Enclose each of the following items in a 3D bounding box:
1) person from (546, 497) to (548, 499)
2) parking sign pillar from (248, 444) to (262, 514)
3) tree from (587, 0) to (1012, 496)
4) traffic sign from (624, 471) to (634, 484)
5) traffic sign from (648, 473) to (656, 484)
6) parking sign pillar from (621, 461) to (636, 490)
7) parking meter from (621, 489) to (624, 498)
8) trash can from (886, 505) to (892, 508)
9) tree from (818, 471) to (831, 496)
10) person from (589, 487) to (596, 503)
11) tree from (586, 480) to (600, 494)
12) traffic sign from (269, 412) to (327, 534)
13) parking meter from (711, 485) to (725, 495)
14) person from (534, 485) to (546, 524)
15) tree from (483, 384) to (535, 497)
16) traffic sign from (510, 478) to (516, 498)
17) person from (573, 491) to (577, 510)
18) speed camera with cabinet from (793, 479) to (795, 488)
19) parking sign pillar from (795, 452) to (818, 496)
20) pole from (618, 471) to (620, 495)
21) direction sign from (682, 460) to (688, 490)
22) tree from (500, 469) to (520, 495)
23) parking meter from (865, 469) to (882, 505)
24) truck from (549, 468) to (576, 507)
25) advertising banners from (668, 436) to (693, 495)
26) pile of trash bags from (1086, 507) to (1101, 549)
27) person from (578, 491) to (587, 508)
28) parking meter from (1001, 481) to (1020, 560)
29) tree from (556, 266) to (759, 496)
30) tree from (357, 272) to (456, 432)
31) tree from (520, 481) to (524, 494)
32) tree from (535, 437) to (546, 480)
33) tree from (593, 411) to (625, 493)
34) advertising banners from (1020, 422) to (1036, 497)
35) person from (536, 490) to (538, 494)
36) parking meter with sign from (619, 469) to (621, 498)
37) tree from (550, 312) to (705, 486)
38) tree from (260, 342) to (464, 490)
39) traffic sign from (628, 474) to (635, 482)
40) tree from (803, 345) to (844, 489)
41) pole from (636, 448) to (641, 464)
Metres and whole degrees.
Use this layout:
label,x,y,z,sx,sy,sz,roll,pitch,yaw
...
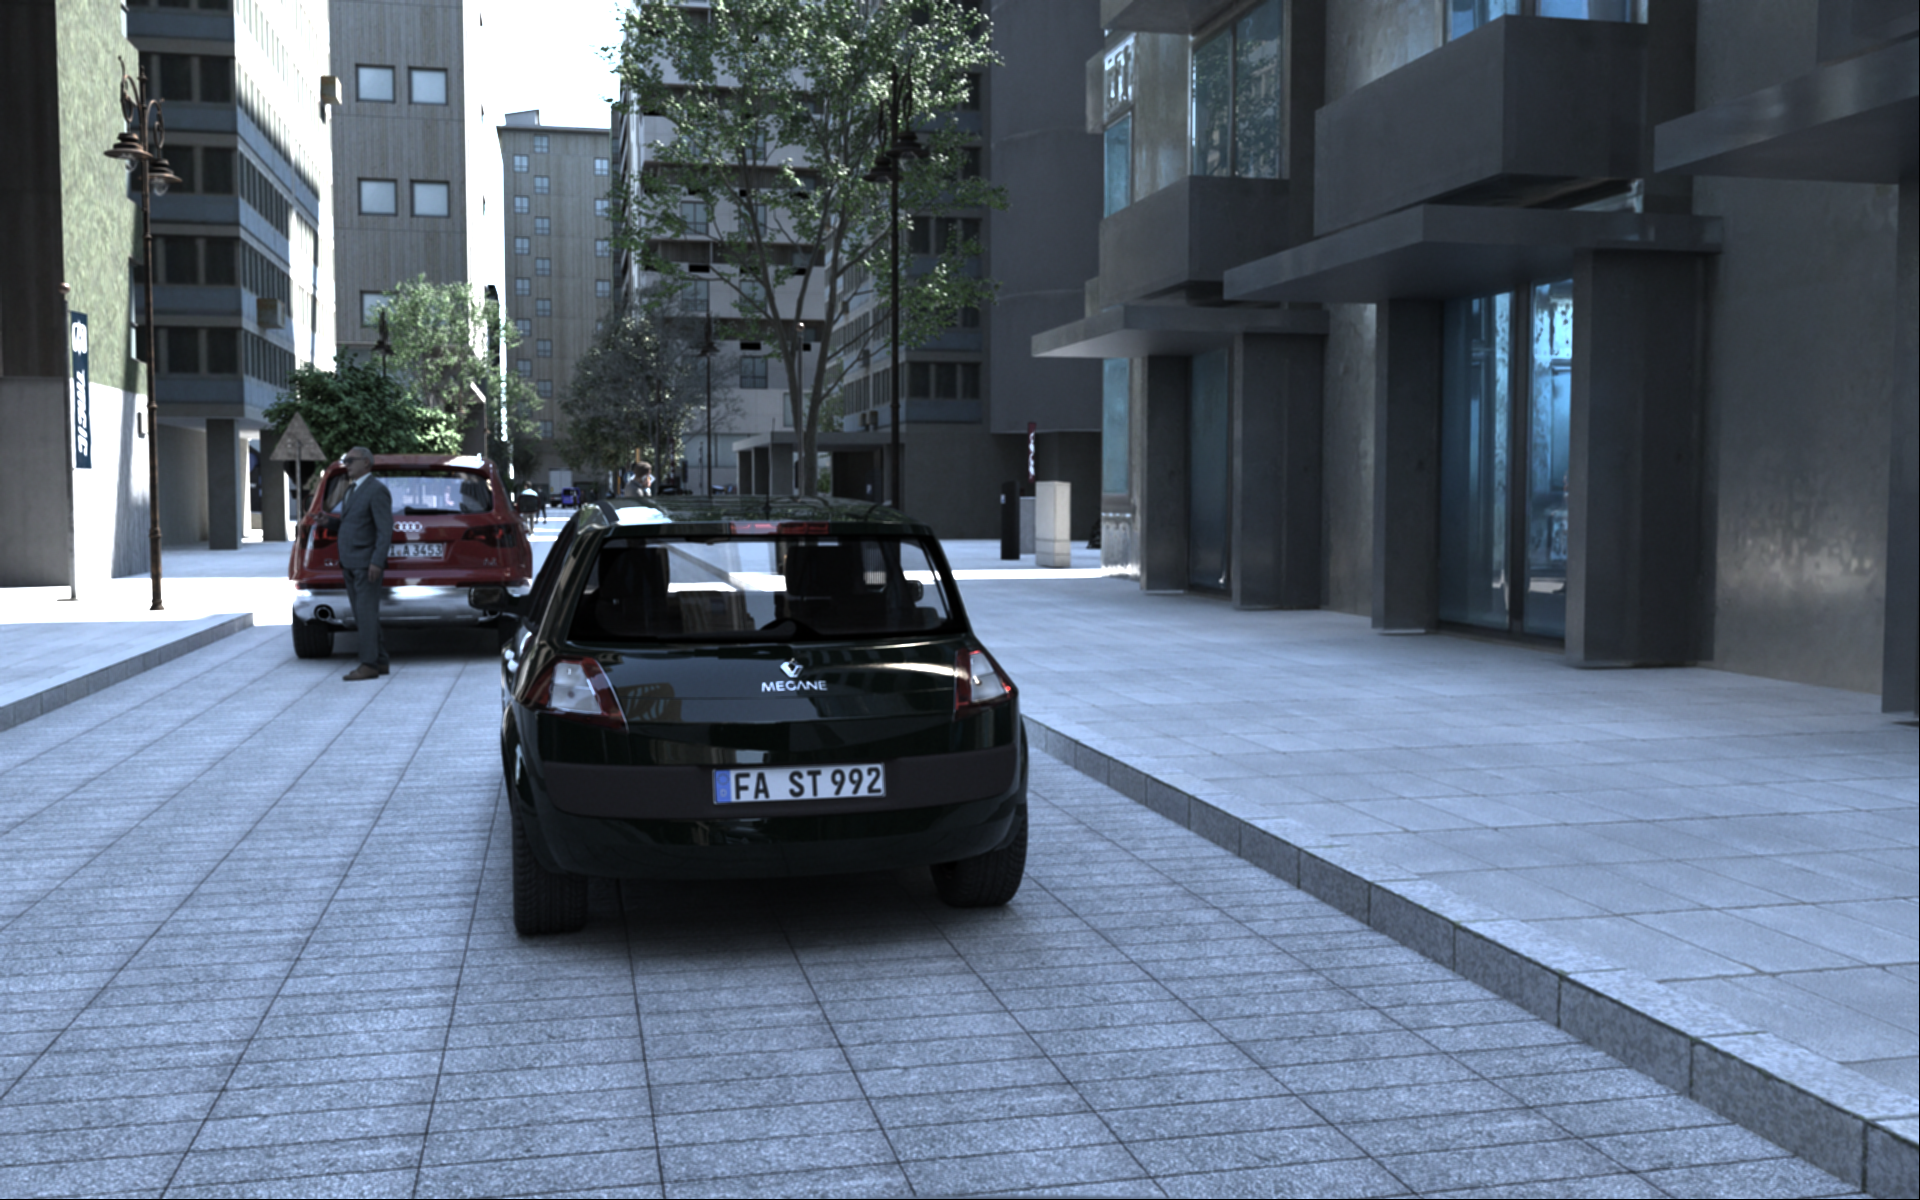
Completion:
label,x,y,z,sx,sy,sz,roll,pitch,yaw
person,-39.832,-9.554,164.705,1.348,1.824,0.705,0,4,4
parking sign pillar,-32.963,-5.611,80.209,1.447,3.967,1.447,1,4,9
tree,-2.895,-6.505,32.120,9.928,11.665,9.643,0,3,0
traffic sign,-18.330,-5.891,96.419,0.768,2.556,0.104,0,4,-6
traffic sign,-12.479,-3.985,68.796,0.795,2.450,0.064,-1,4,-13
parking sign pillar,-22.193,-7.851,116.832,1.447,3.967,1.447,1,4,19
parking meter,-18.128,-5.203,93.483,0.372,1.533,0.369,0,3,0
trash can,-1.194,-0.661,22.469,0.748,1.137,0.748,0,3,0
tree,-9.236,-7.654,119.751,1.663,3.219,1.824,0,3,0
person,-25.903,-6.999,122.299,0.648,1.900,0.474,2,4,27
tree,-44.549,-13.276,211.666,1.663,3.219,1.824,0,3,0
traffic sign,-10.455,-1.674,27.376,0.884,2.594,0.081,0,4,-5
parking meter,-6.792,-2.462,48.670,0.372,1.533,0.369,0,3,0
person,-20.175,-4.580,83.166,0.755,1.850,0.659,2,4,34
tree,-31.324,-10.184,116.873,4.360,8.622,3.978,0,3,0
traffic sign,-35.458,-8.362,136.822,0.768,2.556,0.104,-1,4,-10
person,-34.879,-9.059,157.337,0.721,1.736,1.217,-1,4,-12
speed camera with cabinet,-10.530,-6.795,105.427,2.038,3.252,0.660,-2,4,-27
parking sign pillar,-8.839,-6.796,99.586,1.447,3.967,1.447,0,4,-1
pole,-29.046,-9.402,147.564,0.158,3.312,0.155,0,3,0
direction sign,-18.560,-7.640,116.916,0.379,3.537,0.876,-2,4,-31
tree,-35.448,-8.574,134.781,1.663,3.219,1.824,0,3,0
parking meter,-2.024,-2.125,40.462,0.255,1.863,0.399,-3,4,-36
truck,-44.207,-12.449,192.459,2.839,4.237,11.283,-1,4,-11
advertising banners,-8.558,-3.474,52.987,0.090,3.025,2.074,1,4,11
pile of trash bags,4.419,-1.946,41.565,1.912,1.369,3.447,2,4,27
person,-34.926,-9.247,160.235,0.990,1.755,0.434,2,4,25
parking meter,0.986,-1.558,33.892,0.372,1.533,0.369,0,3,0
tree,-15.712,-10.990,90.054,12.009,13.543,11.850,0,3,0
tree,-24.095,-9.456,80.353,9.928,11.665,9.643,0,3,0
tree,-47.947,-11.669,185.393,1.663,3.219,1.824,0,3,0
tree,-44.304,-13.677,173.974,4.360,8.622,3.978,0,3,0
tree,-30.778,-12.381,152.790,4.360,8.622,3.978,0,3,0
advertising banners,1.445,-2.778,41.602,0.090,3.025,2.074,2,4,24
person,-39.052,-9.246,159.757,0.705,1.814,1.350,-3,4,-37
parking meter with sign,-23.332,-7.549,119.691,0.543,3.016,1.738,-1,4,-8
tree,-20.718,-11.670,107.817,9.611,12.733,9.660,0,3,0
tree,-13.384,-3.303,37.713,4.285,4.588,4.351,0,3,0
traffic sign,-14.260,-4.461,76.581,0.795,2.450,0.064,-1,4,-13
tree,-5.548,-8.083,82.527,4.737,8.622,4.395,0,3,0
pole,-14.282,-5.089,77.041,0.158,3.312,0.155,0,3,0
